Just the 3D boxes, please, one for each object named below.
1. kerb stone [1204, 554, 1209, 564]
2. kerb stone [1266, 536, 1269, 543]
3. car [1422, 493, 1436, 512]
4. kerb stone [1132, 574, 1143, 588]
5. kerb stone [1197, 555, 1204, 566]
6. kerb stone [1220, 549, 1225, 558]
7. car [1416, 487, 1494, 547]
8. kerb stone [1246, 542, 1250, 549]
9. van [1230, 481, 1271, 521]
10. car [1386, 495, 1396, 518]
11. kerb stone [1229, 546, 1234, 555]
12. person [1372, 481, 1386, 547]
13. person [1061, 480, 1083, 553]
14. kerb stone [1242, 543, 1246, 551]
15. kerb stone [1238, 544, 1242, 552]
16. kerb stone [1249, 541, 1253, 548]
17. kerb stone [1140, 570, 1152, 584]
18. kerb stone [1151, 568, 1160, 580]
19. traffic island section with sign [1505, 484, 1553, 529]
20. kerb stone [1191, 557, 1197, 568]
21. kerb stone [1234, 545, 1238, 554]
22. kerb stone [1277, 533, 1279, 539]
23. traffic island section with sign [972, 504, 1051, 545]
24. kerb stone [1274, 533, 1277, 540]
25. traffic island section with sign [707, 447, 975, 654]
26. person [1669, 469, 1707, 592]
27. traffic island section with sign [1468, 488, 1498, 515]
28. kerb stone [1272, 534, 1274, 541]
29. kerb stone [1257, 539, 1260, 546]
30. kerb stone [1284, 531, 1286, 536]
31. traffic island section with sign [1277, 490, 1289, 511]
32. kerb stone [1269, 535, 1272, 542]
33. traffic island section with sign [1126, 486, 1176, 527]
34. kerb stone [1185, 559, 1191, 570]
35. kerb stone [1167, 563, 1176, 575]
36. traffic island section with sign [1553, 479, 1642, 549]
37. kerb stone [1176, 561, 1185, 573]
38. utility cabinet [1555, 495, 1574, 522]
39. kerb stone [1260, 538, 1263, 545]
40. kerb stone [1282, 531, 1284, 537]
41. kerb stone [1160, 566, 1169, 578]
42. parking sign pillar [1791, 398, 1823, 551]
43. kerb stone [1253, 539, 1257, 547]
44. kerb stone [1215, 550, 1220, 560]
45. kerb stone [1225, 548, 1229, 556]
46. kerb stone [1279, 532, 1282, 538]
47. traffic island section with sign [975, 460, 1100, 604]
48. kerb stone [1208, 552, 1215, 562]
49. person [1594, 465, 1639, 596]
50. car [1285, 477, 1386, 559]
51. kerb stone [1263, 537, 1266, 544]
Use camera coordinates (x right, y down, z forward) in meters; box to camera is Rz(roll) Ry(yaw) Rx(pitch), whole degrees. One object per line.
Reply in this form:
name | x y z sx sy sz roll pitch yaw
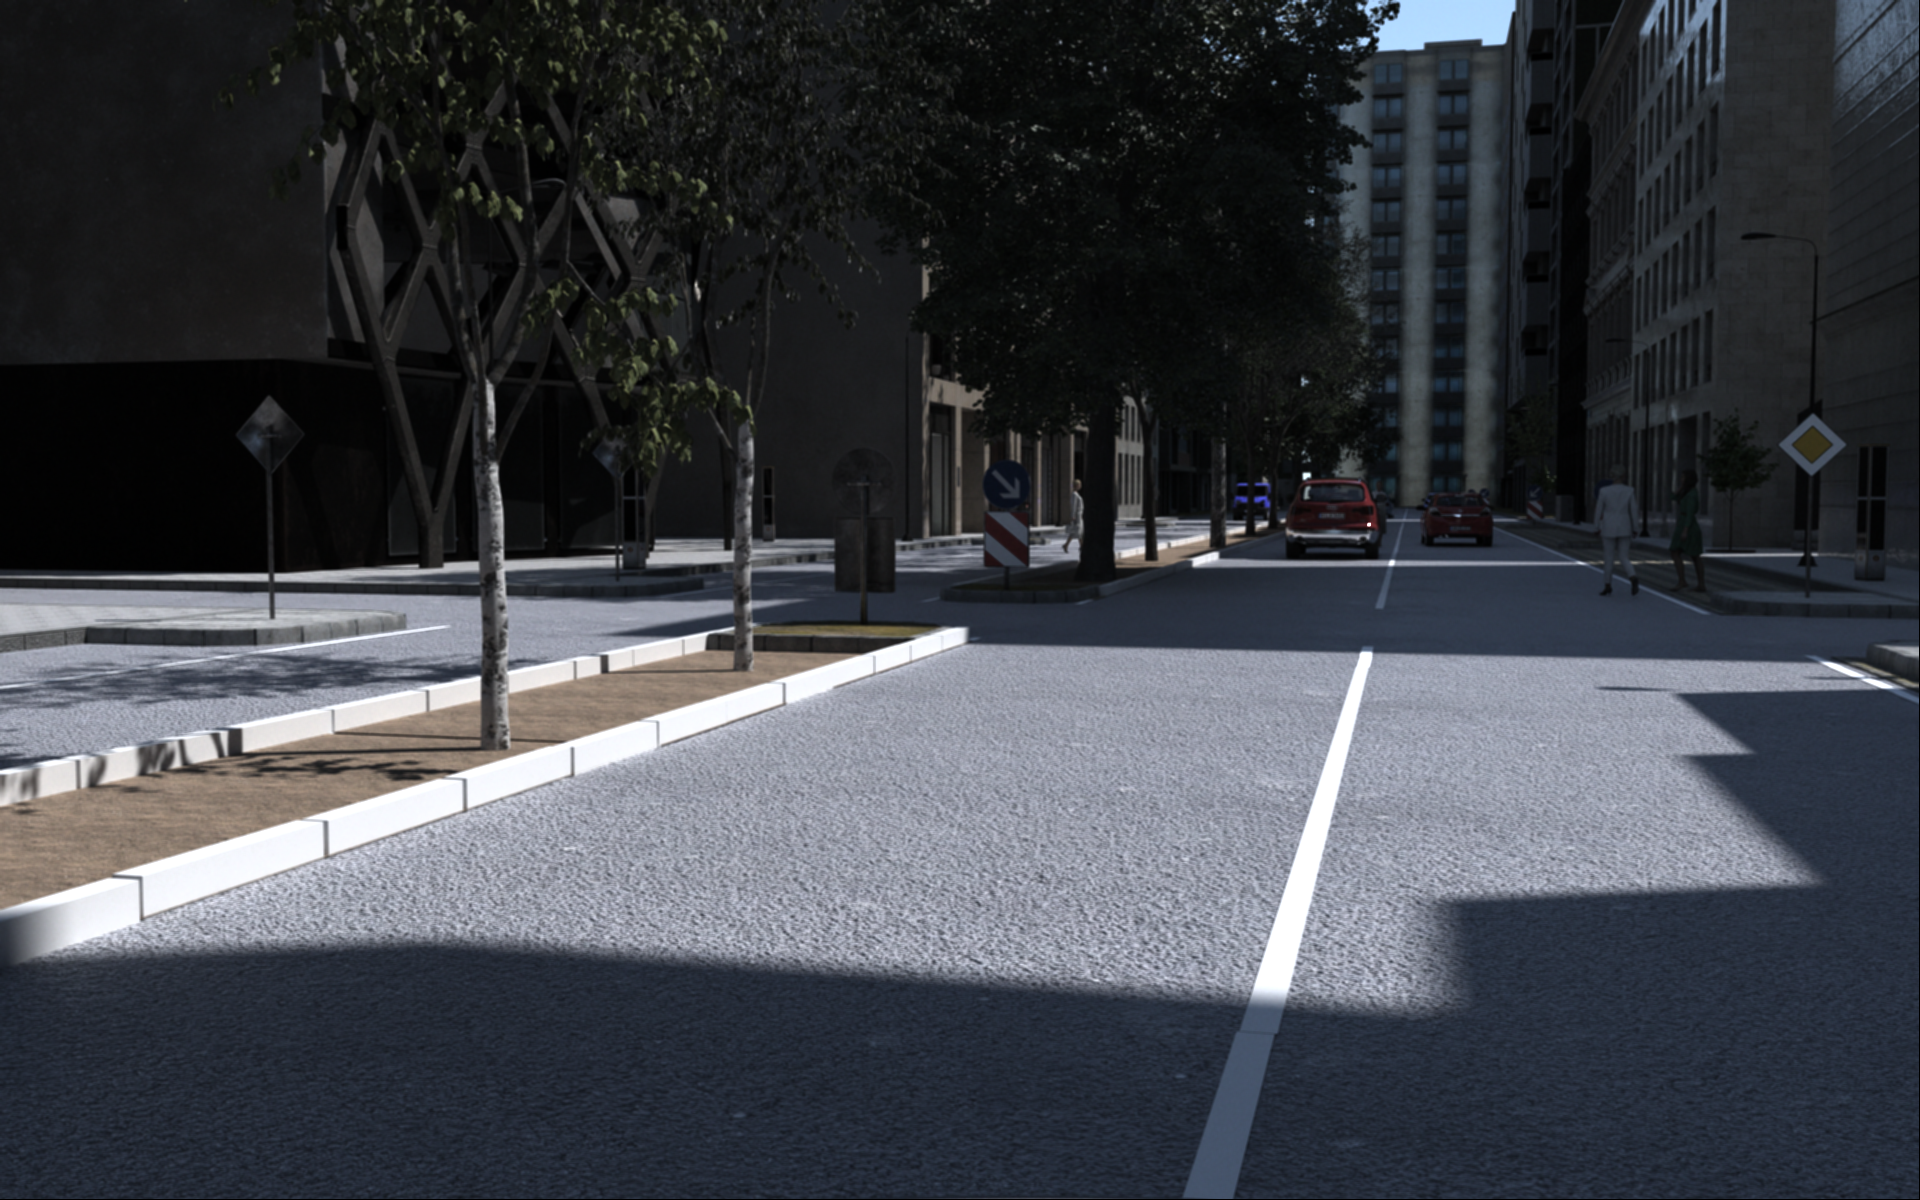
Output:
kerb stone | 4.957 -0.818 35.623 0.120 0.150 1.000 1 4 15
kerb stone | 8.840 -1.729 50.495 0.120 0.150 1.000 1 4 15
car | 31.764 -6.472 115.414 1.945 1.707 3.694 1 4 14
kerb stone | 2.640 -0.266 26.698 0.120 0.150 1.000 1 4 15
kerb stone | 4.700 -0.761 34.633 0.120 0.150 1.000 1 4 15
kerb stone | 5.736 -1.003 38.596 0.120 0.150 1.000 1 4 15
car | 13.979 -2.434 48.831 2.155 1.783 4.494 1 4 13
kerb stone | 7.283 -1.362 44.533 0.120 0.150 1.000 1 4 15
van | 16.018 -5.516 94.565 2.240 2.365 5.245 1 4 14
car | 25.018 -5.605 103.637 2.014 1.417 4.499 1 4 16
kerb stone | 6.256 -1.123 40.574 0.120 0.150 1.000 1 4 15
person | 11.385 -2.353 47.193 0.478 1.798 0.641 1 4 16
person | 2.796 -2.032 42.070 0.624 1.780 0.694 1 4 18
kerb stone | 7.031 -1.306 43.542 0.120 0.150 1.000 1 4 15
kerb stone | 6.767 -1.245 42.554 0.120 0.150 1.000 1 4 15
kerb stone | 7.537 -1.426 45.533 0.120 0.150 1.000 1 4 15
kerb stone | 2.900 -0.336 27.687 0.120 0.150 1.000 1 4 15
kerb stone | 3.143 -0.397 28.685 0.120 0.150 1.000 1 4 15
traffic island section with sign | 23.644 -3.861 71.760 1.989 1.847 2.006 1 4 15
kerb stone | 4.442 -0.696 33.634 0.120 0.150 1.000 1 4 15
kerb stone | 6.512 -1.184 41.564 0.120 0.150 1.000 1 4 15
kerb stone | 9.868 -1.973 54.462 0.120 0.150 1.000 1 4 15
traffic island section with sign | 1.530 -2.497 49.451 1.989 1.847 2.006 1 4 15
kerb stone | 9.611 -1.913 53.472 0.120 0.150 1.000 1 4 15
traffic island section with sign | -1.098 -0.509 16.459 2.006 1.907 1.989 1 4 15
person | 10.617 -1.007 25.213 0.529 1.795 0.600 1 4 14
traffic island section with sign | 36.269 -6.827 120.242 1.989 1.847 2.006 1 4 15
kerb stone | 9.353 -1.846 52.475 0.120 0.150 1.000 1 4 15
kerb stone | 8.059 -1.544 47.519 0.120 0.150 1.000 1 4 15
kerb stone | 10.645 -2.151 57.447 0.120 0.150 1.000 1 4 15
traffic island section with sign | 27.840 -8.672 150.411 1.989 1.847 2.006 1 4 15
kerb stone | 9.093 -1.790 51.486 0.120 0.150 1.000 1 4 15
traffic island section with sign | 8.383 -4.105 75.744 1.989 1.847 2.006 1 4 15
kerb stone | 4.183 -0.639 32.645 0.120 0.150 1.000 1 4 15
kerb stone | 3.662 -0.518 30.668 0.120 0.150 1.000 1 4 15
traffic island section with sign | 16.848 -2.266 45.672 1.989 1.847 2.006 1 4 15
kerb stone | 3.936 -0.576 31.653 0.120 0.150 1.000 1 4 15
utility cabinet | 27.684 -4.165 79.267 1.020 1.237 0.306 -3 4 -37
kerb stone | 8.316 -1.609 48.508 0.120 0.150 1.000 1 4 15
kerb stone | 10.387 -2.095 56.455 0.120 0.150 1.000 1 4 15
kerb stone | 3.408 -0.455 29.672 0.120 0.150 1.000 1 4 15
parking sign pillar | 19.728 -3.110 39.320 1.447 3.967 1.447 3 4 38
kerb stone | 7.802 -1.488 46.526 0.120 0.150 1.000 1 4 15
kerb stone | 5.480 -0.943 37.606 0.120 0.150 1.000 1 4 15
kerb stone | 5.990 -1.064 39.586 0.120 0.150 1.000 1 4 15
kerb stone | 10.126 -2.033 55.463 0.120 0.150 1.000 1 4 15
traffic island section with sign | 0.779 -0.947 23.625 2.006 1.907 1.989 1 4 15
kerb stone | 5.218 -0.882 36.611 0.120 0.150 1.000 1 4 15
person | 9.200 -0.967 24.194 0.514 1.842 0.818 0 4 -7
car | 8.617 -1.907 39.846 2.281 1.827 5.304 1 4 14
kerb stone | 8.581 -1.666 49.506 0.120 0.150 1.000 1 4 15
